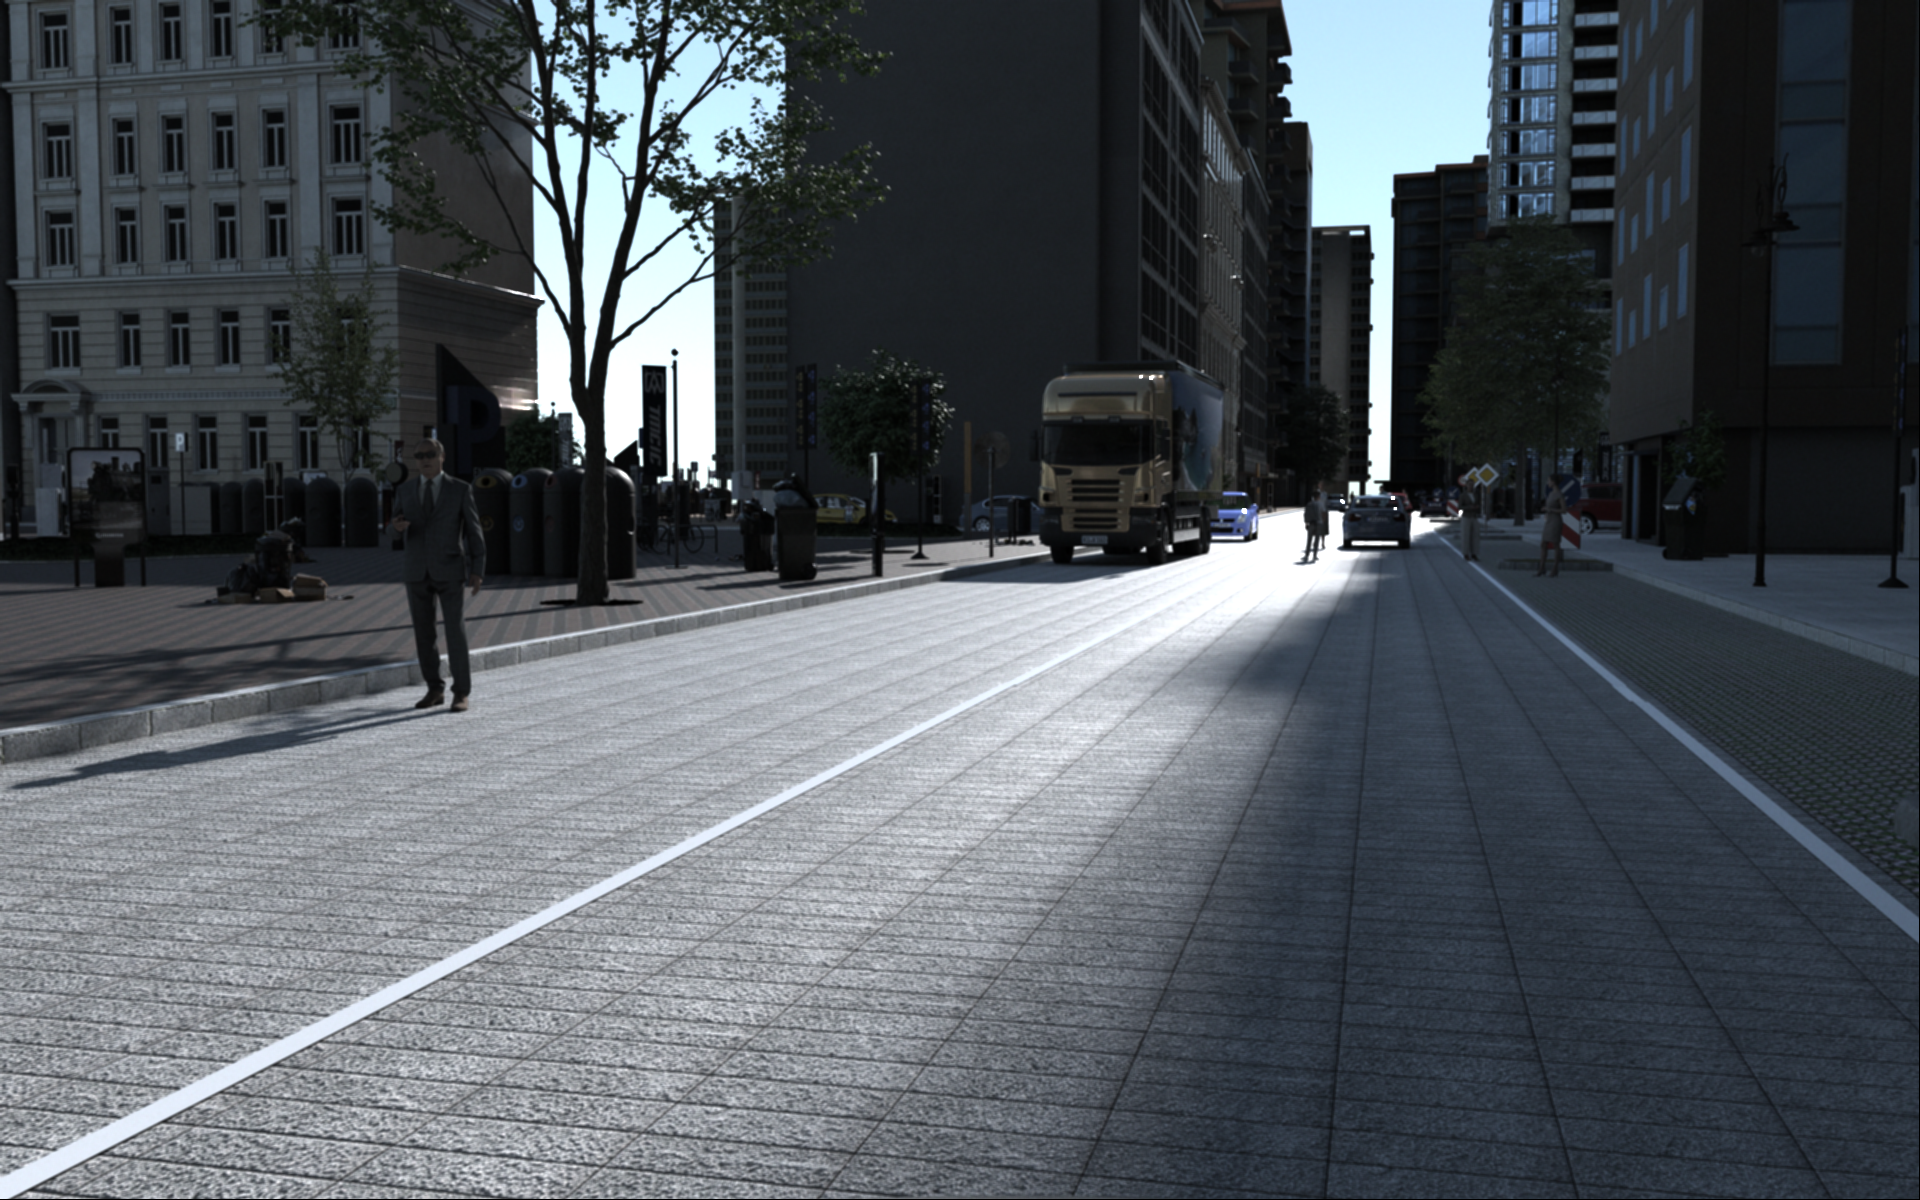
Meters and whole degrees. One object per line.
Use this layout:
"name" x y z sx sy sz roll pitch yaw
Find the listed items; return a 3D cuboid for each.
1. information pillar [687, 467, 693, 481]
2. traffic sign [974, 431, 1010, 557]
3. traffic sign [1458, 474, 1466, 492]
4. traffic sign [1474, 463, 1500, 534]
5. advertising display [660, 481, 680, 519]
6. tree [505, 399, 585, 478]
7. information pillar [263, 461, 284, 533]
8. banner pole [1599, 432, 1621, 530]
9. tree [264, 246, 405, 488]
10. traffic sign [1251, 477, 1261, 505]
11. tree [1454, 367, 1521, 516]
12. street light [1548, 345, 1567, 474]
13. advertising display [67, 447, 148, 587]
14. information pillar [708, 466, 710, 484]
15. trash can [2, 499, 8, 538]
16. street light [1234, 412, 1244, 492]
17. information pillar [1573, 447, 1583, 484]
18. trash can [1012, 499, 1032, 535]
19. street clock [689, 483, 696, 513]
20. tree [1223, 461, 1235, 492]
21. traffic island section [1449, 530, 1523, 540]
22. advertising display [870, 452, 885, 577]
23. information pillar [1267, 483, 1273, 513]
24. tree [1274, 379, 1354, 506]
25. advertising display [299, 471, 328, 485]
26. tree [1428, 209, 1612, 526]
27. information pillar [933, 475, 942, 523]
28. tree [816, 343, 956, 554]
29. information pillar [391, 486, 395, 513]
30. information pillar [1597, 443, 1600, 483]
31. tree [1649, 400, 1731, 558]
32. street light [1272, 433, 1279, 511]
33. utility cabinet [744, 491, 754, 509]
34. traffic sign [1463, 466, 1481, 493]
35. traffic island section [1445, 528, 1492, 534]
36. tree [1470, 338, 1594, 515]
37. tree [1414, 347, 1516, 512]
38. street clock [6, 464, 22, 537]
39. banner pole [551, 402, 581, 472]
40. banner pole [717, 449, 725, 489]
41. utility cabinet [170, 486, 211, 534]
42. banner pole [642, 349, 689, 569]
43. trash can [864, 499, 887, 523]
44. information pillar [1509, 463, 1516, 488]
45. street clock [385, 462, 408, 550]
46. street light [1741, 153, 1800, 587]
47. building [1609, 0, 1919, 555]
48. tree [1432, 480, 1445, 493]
"information pillar" -23.452 -9.723 150.329 0.504 3.616 0.183 1 4 15
"traffic sign" 0.637 -2.141 35.117 0.768 2.556 0.104 1 4 15
"traffic sign" 32.425 -6.813 111.497 0.768 2.556 0.104 1 4 18
"traffic sign" 16.718 -3.142 55.021 0.795 2.450 0.064 1 4 14
"advertising display" -14.342 -4.930 85.814 0.974 1.923 0.123 0 4 -2
"tree" -14.628 -4.670 60.070 4.285 4.588 4.351 0 3 0
"information pillar" -15.372 -2.100 38.825 0.304 2.012 0.304 1 4 13
"banner pole" 23.126 -4.381 61.642 0.863 3.779 0.401 0 4 -3
"tree" -18.251 -6.166 51.184 4.737 8.622 4.395 0 3 0
"traffic sign" 17.903 -6.282 104.847 0.606 2.300 0.079 2 4 23
"tree" 30.138 -9.101 99.158 4.360 8.622 3.978 0 3 0
"street light" 18.615 -4.970 54.053 0.468 5.910 1.993 1 4 14
"advertising display" -11.797 -1.148 23.989 0.974 1.923 0.123 -1 4 -13
"information pillar" -20.626 -9.231 142.282 0.183 3.616 0.504 0 4 -2
"trash can" -27.121 -2.258 48.578 0.748 1.137 0.748 0 3 0
"street light" 15.676 -7.632 97.577 0.468 5.910 1.993 1 4 14
"information pillar" 30.757 -5.803 86.227 0.504 3.616 0.183 3 5 39
"trash can" 1.942 -2.639 54.803 0.748 1.137 0.748 0 3 0
"street clock" -16.808 -6.381 108.901 0.358 2.002 0.471 -2 4 -33
"tree" 13.038 -5.665 87.228 1.663 3.219 1.824 0 3 0
"traffic island section" 16.743 -2.007 55.092 2.009 0.180 2.903 1 4 14
"advertising display" -1.300 -1.345 27.204 0.123 1.923 0.974 -1 4 -10
"information pillar" 21.499 -7.078 120.223 0.304 2.012 0.304 0 4 -7
"tree" 38.912 -17.509 192.921 9.857 13.997 8.962 0 3 0
"advertising display" -17.919 -2.620 48.055 0.123 1.923 0.974 1 4 22
"tree" 22.901 -9.246 69.295 7.486 12.596 7.792 0 3 0
"information pillar" -0.874 -3.880 67.932 0.304 2.012 0.304 1 4 15
"tree" -1.650 -3.319 37.982 4.285 4.588 4.351 0 3 0
"information pillar" -19.177 -3.329 58.920 0.304 2.012 0.304 -1 4 -23
"information pillar" 29.471 -5.403 79.689 0.504 3.616 0.183 -3 5 -40
"tree" 15.289 -2.499 35.467 1.663 3.219 1.824 0 3 0
"street light" 23.279 -9.484 127.851 0.468 5.910 1.993 1 4 14
"utility cabinet" -16.670 -7.848 136.993 1.173 1.500 0.318 1 4 23
"traffic sign" 18.633 -3.617 62.774 0.795 2.450 0.064 1 4 14
"traffic island section" 18.658 -2.481 62.845 2.009 0.180 2.903 1 4 14
"tree" 25.440 -7.855 78.797 4.737 8.622 4.395 0 3 0
"tree" 36.038 -12.030 122.446 9.928 11.665 9.643 0 3 0
"street clock" -23.098 -2.307 42.296 0.358 2.002 0.471 -1 4 -22
"banner pole" -10.803 -3.479 46.896 0.863 3.779 0.401 2 4 24
"banner pole" -13.254 -6.481 95.977 0.401 3.779 0.863 2 4 25
"utility cabinet" -22.503 -2.559 50.516 0.318 1.500 1.173 3 5 43
"banner pole" -5.090 -2.431 29.757 0.863 3.779 0.401 -3 4 -37
"trash can" -2.607 -2.545 53.257 0.748 1.137 0.748 0 3 0
"information pillar" 41.418 -8.473 129.891 0.504 3.616 0.183 3 5 42
"street clock" -12.867 -2.143 39.606 0.471 2.002 0.358 1 4 19
"street light" 11.120 -3.127 23.909 0.468 5.910 1.993 1 4 14
"building" 23.894 -23.888 40.678 14.600 45.320 14.200 1 4 14
"tree" 58.041 -13.192 210.289 1.663 3.219 1.824 0 3 0
